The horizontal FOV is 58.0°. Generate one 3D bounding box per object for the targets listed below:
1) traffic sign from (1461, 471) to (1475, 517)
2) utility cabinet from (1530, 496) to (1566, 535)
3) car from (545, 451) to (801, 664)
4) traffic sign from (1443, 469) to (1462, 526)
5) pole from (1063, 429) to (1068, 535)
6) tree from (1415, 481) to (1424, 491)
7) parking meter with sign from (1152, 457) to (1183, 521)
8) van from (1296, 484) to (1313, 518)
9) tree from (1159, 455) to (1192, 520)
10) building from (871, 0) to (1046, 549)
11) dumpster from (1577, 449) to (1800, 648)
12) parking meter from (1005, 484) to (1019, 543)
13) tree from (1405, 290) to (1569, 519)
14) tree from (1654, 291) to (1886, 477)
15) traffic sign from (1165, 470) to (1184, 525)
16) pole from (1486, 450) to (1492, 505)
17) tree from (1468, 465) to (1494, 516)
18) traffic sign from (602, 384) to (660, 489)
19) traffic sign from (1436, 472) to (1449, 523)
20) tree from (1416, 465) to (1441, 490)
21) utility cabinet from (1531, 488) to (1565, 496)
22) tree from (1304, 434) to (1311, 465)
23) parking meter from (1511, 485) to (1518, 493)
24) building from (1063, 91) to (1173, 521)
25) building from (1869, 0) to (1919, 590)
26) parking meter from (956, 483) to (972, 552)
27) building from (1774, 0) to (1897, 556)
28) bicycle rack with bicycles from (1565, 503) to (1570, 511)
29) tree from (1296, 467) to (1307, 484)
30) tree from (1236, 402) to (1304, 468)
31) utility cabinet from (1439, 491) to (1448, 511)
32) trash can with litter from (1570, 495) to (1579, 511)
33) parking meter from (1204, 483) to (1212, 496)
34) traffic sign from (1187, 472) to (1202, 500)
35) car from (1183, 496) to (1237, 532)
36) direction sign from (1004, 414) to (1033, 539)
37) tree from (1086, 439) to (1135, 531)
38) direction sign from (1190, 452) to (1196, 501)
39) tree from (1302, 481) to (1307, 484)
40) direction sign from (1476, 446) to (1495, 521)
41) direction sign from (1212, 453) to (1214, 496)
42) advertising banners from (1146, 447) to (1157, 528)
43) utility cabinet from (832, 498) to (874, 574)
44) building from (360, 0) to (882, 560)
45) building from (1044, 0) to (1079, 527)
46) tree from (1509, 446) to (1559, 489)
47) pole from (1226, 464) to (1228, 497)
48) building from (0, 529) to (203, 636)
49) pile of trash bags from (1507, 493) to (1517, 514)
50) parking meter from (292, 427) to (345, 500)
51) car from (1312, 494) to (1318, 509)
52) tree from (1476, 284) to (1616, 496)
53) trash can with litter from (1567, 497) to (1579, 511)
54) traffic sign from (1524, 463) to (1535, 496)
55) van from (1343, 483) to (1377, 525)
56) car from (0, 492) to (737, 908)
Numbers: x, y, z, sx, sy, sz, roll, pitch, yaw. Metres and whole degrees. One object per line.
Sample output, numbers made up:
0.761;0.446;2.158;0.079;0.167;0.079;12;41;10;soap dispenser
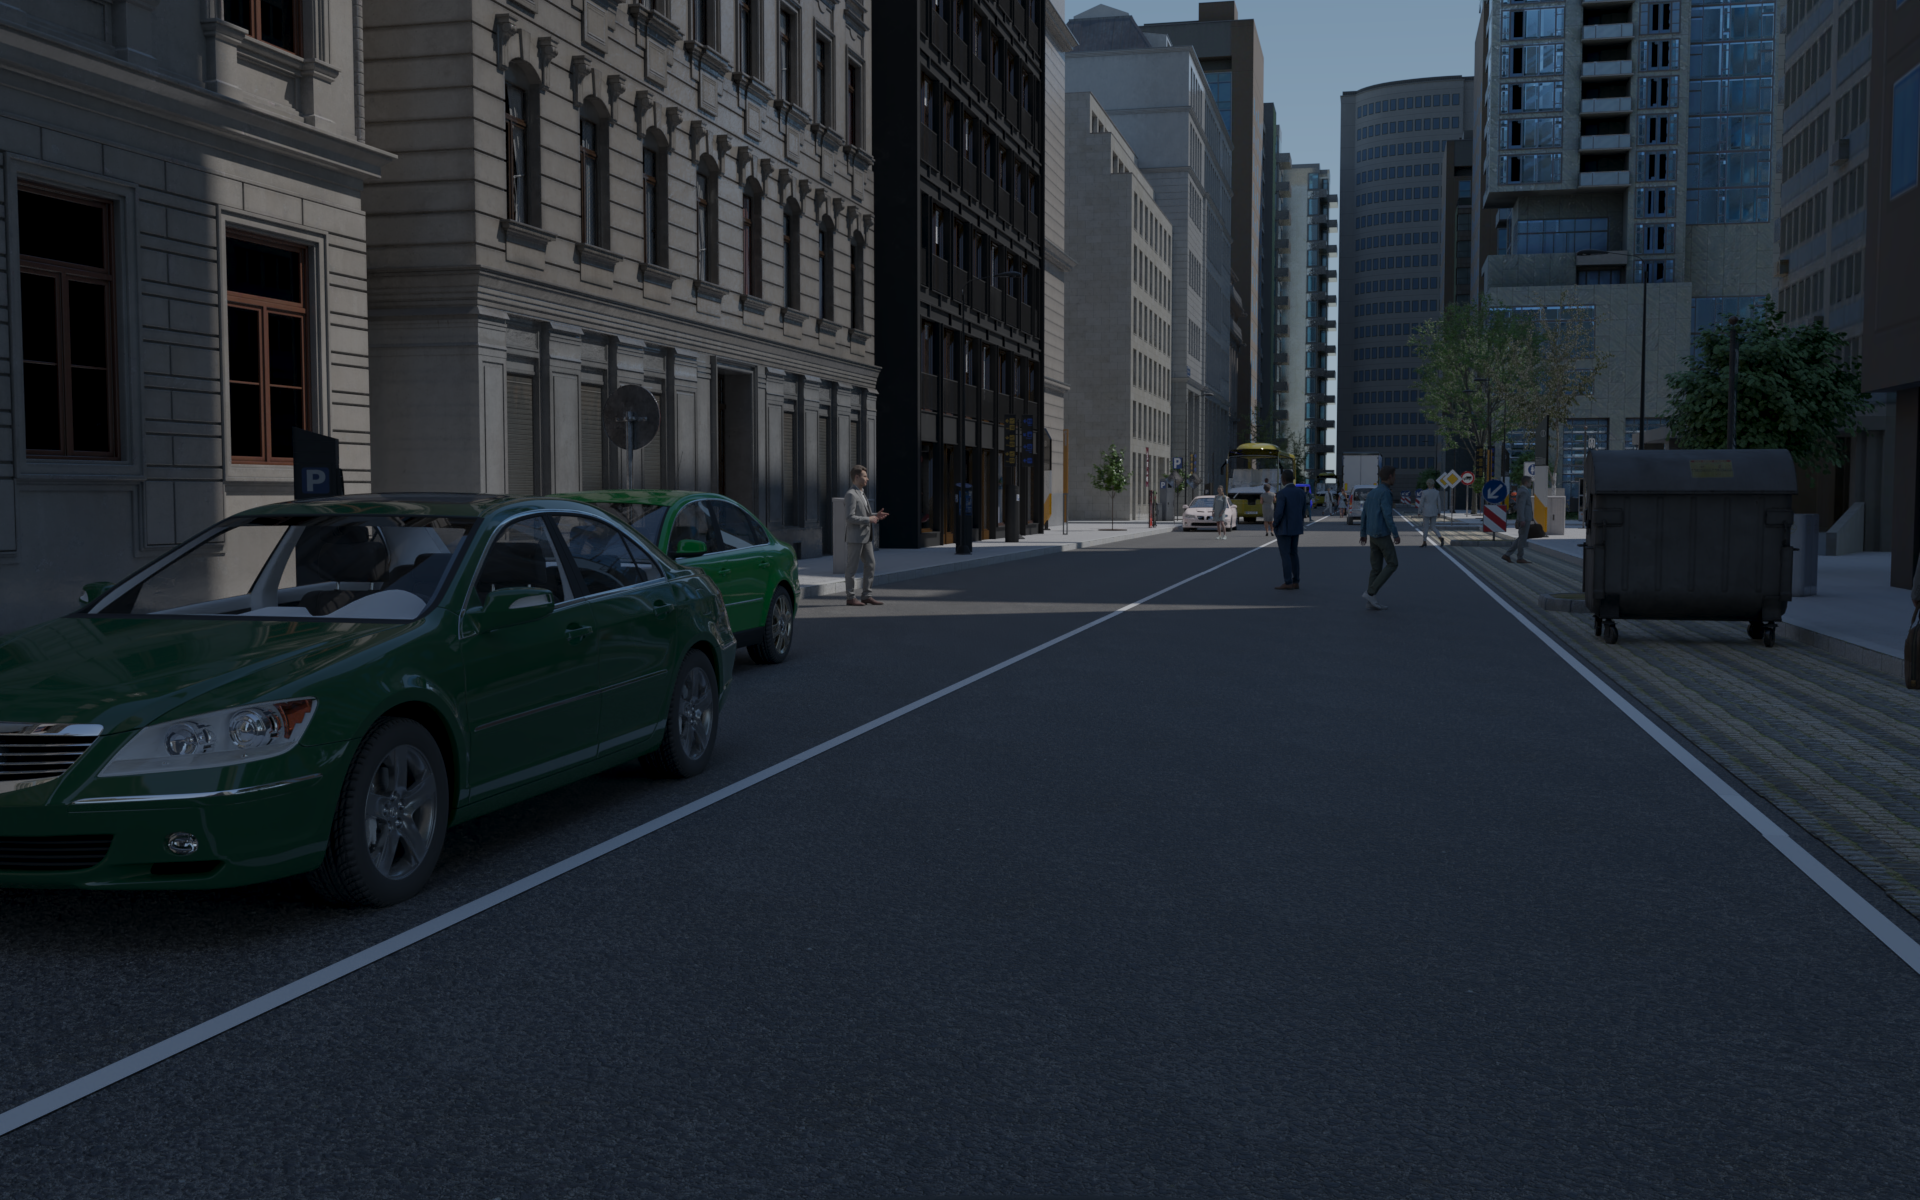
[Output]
28.237;-5.889;96.398;0.768;2.556;0.104;1;4;17;traffic sign
18.385;-2.632;54.195;1.020;1.237;0.306;2;4;24;utility cabinet
-2.661;-0.287;13.497;1.959;1.807;4.718;1;4;13;car
19.863;-4.053;69.903;0.795;2.450;0.064;1;4;13;traffic sign
3.321;-3.710;54.504;0.158;3.312;0.155;0;3;0;pole
56.266;-13.318;212.351;1.663;3.219;1.824;0;3;0;tree
9.756;-5.226;81.710;1.738;3.016;0.543;-3;5;-45;parking meter with sign
20.080;-6.109;104.272;2.240;2.365;5.245;1;4;15;van
10.721;-5.609;86.308;1.663;3.219;1.824;0;3;0;tree
-5.118;-13.403;48.825;12.332;23.373;15.834;1;4;13;building
6.980;-0.519;16.708;1.865;1.857;1.264;1;4;15;dumpster
1.375;-2.287;45.797;0.372;1.533;0.369;0;3;0;parking meter
27.217;-10.020;89.590;9.928;11.665;9.643;0;3;0;tree
13.085;-2.718;28.154;4.285;4.588;4.351;0;3;0;tree
8.982;-4.213;72.528;0.795;2.450;0.064;1;4;13;traffic sign
24.367;-5.254;79.743;0.158;3.312;0.155;0;3;0;pole
30.468;-6.524;101.262;1.663;3.219;1.824;0;3;0;tree
-3.834;-1.225;20.129;0.768;2.556;0.104;1;4;21;traffic sign
21.728;-4.528;77.668;0.795;2.450;0.064;1;4;13;traffic sign
53.406;-13.005;196.347;4.285;4.588;4.351;0;3;0;tree
22.327;-3.494;65.811;1.173;1.500;0.318;0;4;-1;utility cabinet
37.235;-14.889;193.799;4.737;8.622;4.395;0;3;0;tree
36.303;-6.587;113.413;0.399;1.863;0.255;0;4;5;parking meter
5.032;-14.481;91.521;10.420;20.320;16.860;1;4;13;building
17.721;-22.295;14.632;14.600;45.320;14.200;1;4;13;building
0.087;-1.815;38.086;0.372;1.533;0.369;0;3;0;parking meter
33.693;-21.269;39.622;32.217;40.220;23.993;1;4;13;building
37.101;-5.634;105.500;2.852;0.926;2.925;0;4;-5;bicycle rack with bicycles
34.666;-12.093;181.434;4.285;4.588;4.351;0;3;0;tree
23.801;-11.327;135.552;4.737;8.622;4.395;0;3;0;tree
36.021;-7.361;129.032;0.318;1.500;1.173;0;4;-2;utility cabinet
30.713;-4.684;87.636;2.233;1.210;1.678;1;4;20;trash can with litter
12.793;-5.117;89.367;0.399;1.863;0.255;3;5;41;parking meter
10.847;-4.688;80.293;0.795;2.450;0.064;1;4;13;traffic sign
9.766;-3.368;67.435;2.083;1.381;4.827;1;4;13;car
1.666;-3.497;49.178;0.876;3.537;0.379;-1;4;-20;direction sign
5.452;-4.043;60.710;1.663;3.219;1.824;0;3;0;tree
12.591;-6.216;93.633;0.379;3.537;0.876;2;4;29;direction sign
43.724;-13.883;221.581;1.663;3.219;1.824;0;3;0;tree
24.765;-5.487;81.711;0.876;3.537;0.379;2;4;32;direction sign
13.843;-6.287;94.796;0.379;3.537;0.876;0;4;6;direction sign
7.200;-4.227;65.304;0.090;3.025;2.074;1;4;18;advertising banners
-1.727;-1.044;28.235;0.306;1.237;1.020;1;4;21;utility cabinet
-8.466;-11.117;30.911;9.793;20.994;18.267;1;4;13;building
-7.864;-17.135;67.541;23.554;28.519;14.401;1;4;13;building
38.644;-8.144;116.867;4.285;4.588;4.351;0;3;0;tree
18.396;-7.673;119.302;0.158;3.312;0.155;0;3;0;pole
-14.253;-10.745;11.845;11.583;22.565;21.152;1;4;13;building
33.965;-5.839;105.227;1.912;1.369;3.447;0;4;4;pile of trash bags
-5.605;-0.579;15.175;0.399;1.863;0.255;-1;4;-13;parking meter
34.276;-9.808;170.582;2.015;1.641;3.980;1;4;13;car
20.601;-6.744;60.632;4.360;8.622;3.978;0;3;0;tree
36.037;-5.528;101.772;1.055;1.170;0.624;0;4;7;trash can with litter
18.236;-3.239;55.085;0.606;2.300;0.079;1;4;18;traffic sign
19.029;-4.545;81.325;2.013;2.044;4.112;1;4;11;van
-2.506;0.253;7.656;2.131;1.459;4.920;1;4;13;car
